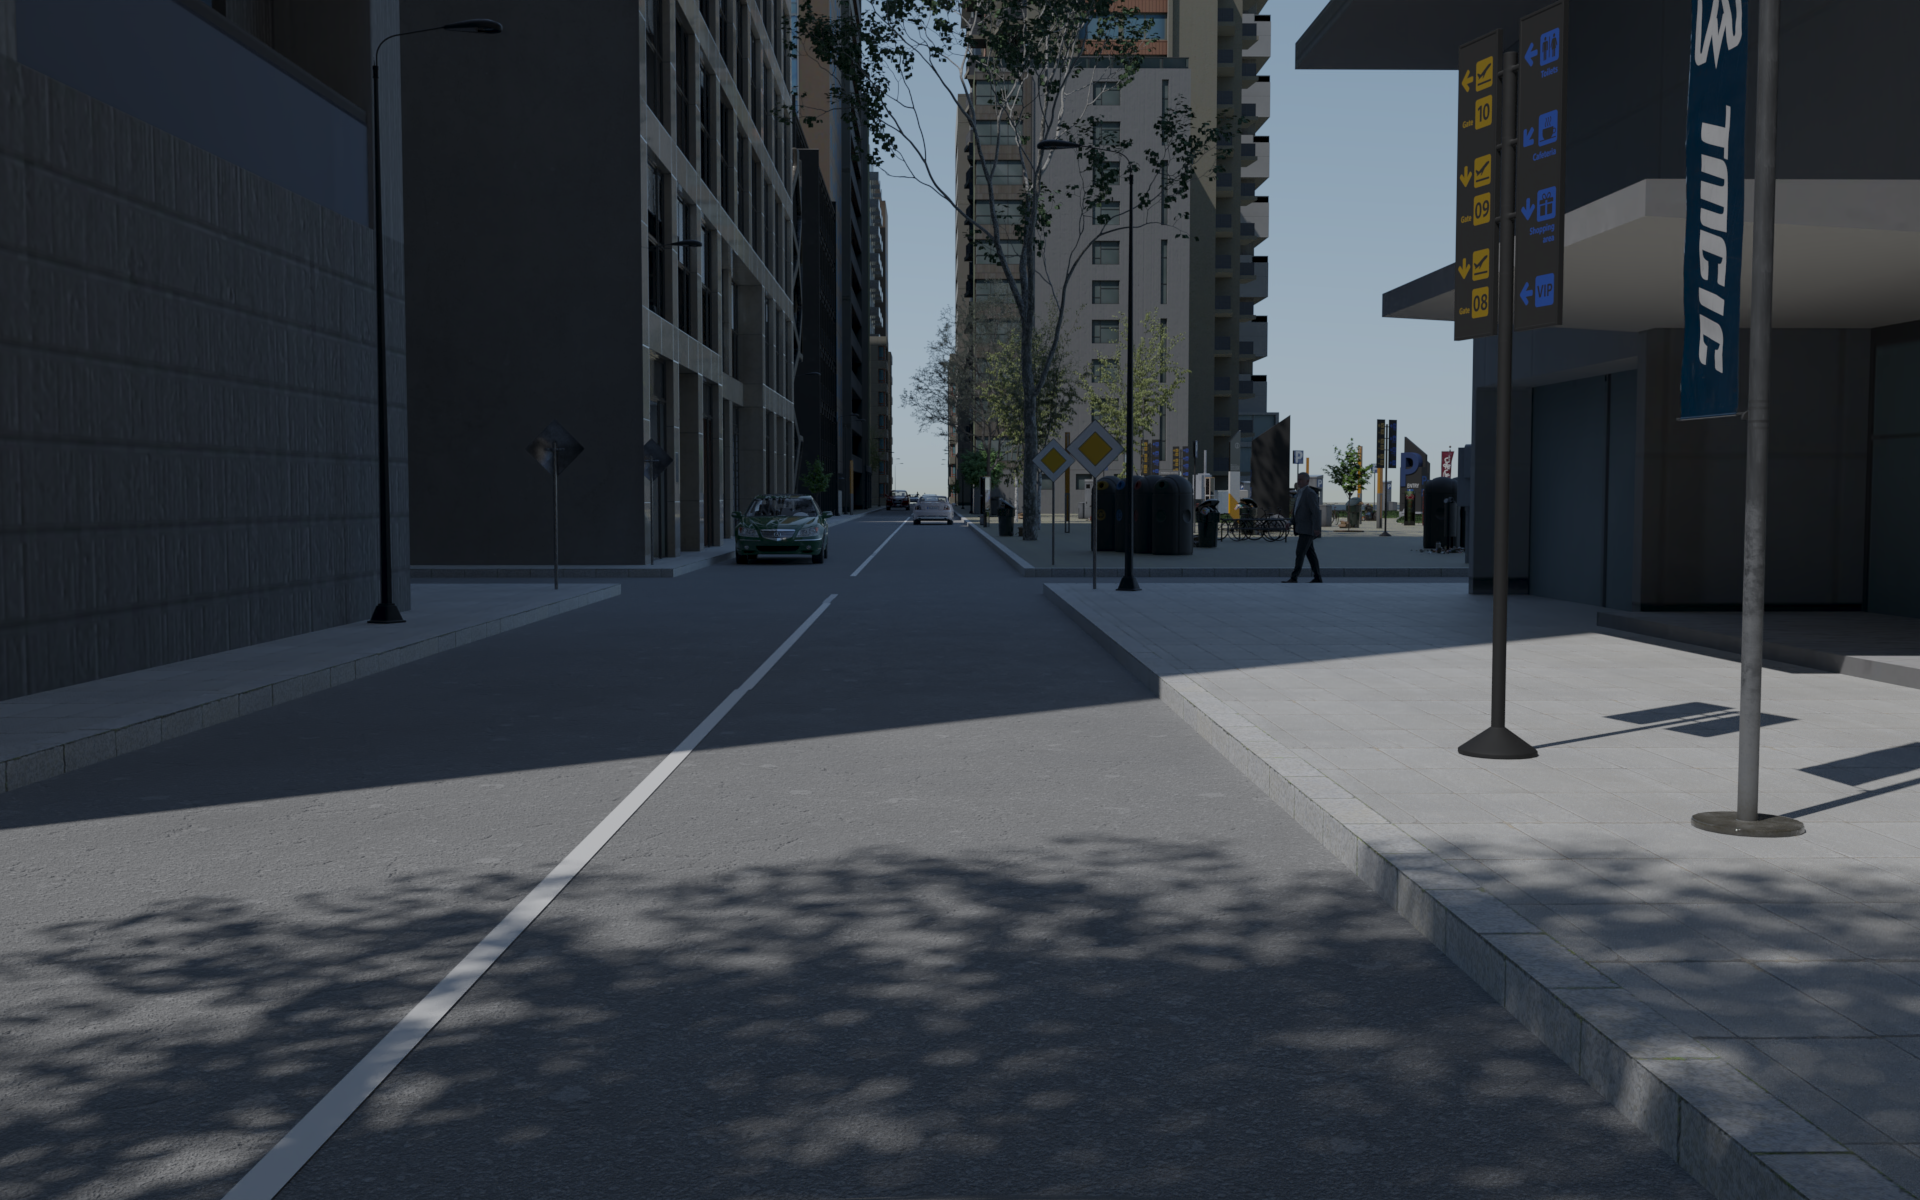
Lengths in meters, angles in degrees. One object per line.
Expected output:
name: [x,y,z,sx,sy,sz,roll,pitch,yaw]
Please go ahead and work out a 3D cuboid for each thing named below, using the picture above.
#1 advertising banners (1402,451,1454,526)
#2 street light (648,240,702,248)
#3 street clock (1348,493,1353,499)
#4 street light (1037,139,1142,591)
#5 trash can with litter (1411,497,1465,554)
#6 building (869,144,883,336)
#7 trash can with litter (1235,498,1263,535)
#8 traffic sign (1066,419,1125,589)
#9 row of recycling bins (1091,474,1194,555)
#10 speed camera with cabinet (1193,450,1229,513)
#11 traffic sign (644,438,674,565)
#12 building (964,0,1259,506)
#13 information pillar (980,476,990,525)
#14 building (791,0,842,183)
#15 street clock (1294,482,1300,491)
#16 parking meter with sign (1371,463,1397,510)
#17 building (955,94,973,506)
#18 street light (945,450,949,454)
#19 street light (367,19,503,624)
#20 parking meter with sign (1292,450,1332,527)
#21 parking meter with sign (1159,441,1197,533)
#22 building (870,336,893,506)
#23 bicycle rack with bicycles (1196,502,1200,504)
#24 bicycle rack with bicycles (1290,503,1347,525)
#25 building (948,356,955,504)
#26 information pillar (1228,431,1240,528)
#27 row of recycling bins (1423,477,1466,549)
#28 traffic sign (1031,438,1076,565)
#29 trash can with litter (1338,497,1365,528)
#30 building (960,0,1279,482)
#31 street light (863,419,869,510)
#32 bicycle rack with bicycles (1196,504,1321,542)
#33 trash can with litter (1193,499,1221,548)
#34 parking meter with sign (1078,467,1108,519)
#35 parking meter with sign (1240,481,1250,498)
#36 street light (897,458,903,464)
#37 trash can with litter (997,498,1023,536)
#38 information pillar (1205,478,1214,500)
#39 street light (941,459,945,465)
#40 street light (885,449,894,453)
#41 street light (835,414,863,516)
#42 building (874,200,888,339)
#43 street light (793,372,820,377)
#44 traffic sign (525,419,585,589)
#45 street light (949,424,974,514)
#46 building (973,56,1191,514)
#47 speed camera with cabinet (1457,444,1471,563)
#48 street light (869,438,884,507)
advertising banners: [18.998,-4.532,70.293,2.074,3.025,0.090,0,4,2]
street light: [-5.406,-3.624,31.789,1.470,5.913,1.316,0,4,-1]
street clock: [22.975,-5.958,101.982,0.358,2.002,0.471,3,5,42]
street light: [1.706,-3.078,22.872,1.470,5.913,1.316,0,4,-1]
trash can with litter: [10.605,-1.653,38.083,1.678,1.210,2.233,2,4,26]
building: [-21.742,-37.516,232.997,23.786,49.044,30.456,0,4,-1]
trash can with litter: [9.117,-2.624,54.289,0.624,1.170,1.055,3,4,39]
traffic sign: [1.815,-1.205,23.338,0.795,2.450,0.064,0,4,-1]
row of recycling bins: [3.967,-1.877,37.810,1.069,1.692,3.534,-2,4,-24]
speed camera with cabinet: [11.498,-5.171,78.884,2.038,3.252,0.660,-3,5,-39]
traffic sign: [-5.557,-1.687,31.226,0.795,2.450,0.064,0,4,-1]
building: [11.503,-29.649,139.382,22.147,44.769,28.867,0,4,-1]
information pillar: [1.017,-4.081,71.224,0.304,2.012,0.304,-3,5,-40]
building: [-15.016,-28.327,113.253,14.600,45.320,14.200,0,4,-1]
street clock: [20.758,-6.237,106.548,0.358,2.002,0.471,3,5,43]
parking meter with sign: [24.043,-6.223,98.012,0.543,3.016,1.738,-2,4,-30]
building: [10.228,-35.330,201.353,21.300,48.544,21.600,0,4,-1]
street light: [-0.292,-10.742,148.174,1.470,5.913,1.316,0,4,-1]
street light: [-5.177,-2.725,17.099,1.470,5.913,1.316,0,4,-1]
parking meter with sign: [13.917,-4.401,68.221,0.543,3.016,1.738,-3,4,-36]
parking meter with sign: [6.888,-3.709,56.904,1.738,3.016,0.543,1,4,14]
building: [-22.078,-21.967,204.206,27.650,21.520,28.899,0,4,-1]
bicycle rack with bicycles: [13.288,-5.087,96.546,2.925,0.926,2.852,0,4,-7]
bicycle rack with bicycles: [14.901,-3.578,71.879,2.852,0.926,2.925,-1,4,-14]
building: [12.325,-23.401,227.641,27.650,21.520,28.899,0,4,-1]
information pillar: [10.128,-4.435,63.872,0.504,3.616,0.183,-2,4,-31]
row of recycling bins: [12.251,-2.129,41.918,1.069,1.692,3.534,3,4,38]
traffic sign: [1.687,-1.693,31.322,0.795,2.450,0.064,0,4,-1]
trash can with litter: [14.690,-3.282,65.044,0.624,1.170,1.055,3,5,45]
building: [14.621,-35.417,168.307,28.713,52.752,27.495,0,4,-1]
street light: [-6.559,-8.260,107.594,1.470,5.913,1.316,0,4,-1]
bicycle rack with bicycles: [8.127,-2.071,47.243,2.925,0.926,2.852,2,4,26]
trash can with litter: [5.777,-1.851,41.651,0.624,1.170,1.055,-2,4,-30]
parking meter with sign: [6.766,-5.656,88.742,0.543,3.016,1.738,-3,5,-41]
parking meter with sign: [17.139,-6.564,103.580,1.738,3.016,0.543,-2,4,-29]
street light: [-8.493,-15.469,225.458,1.470,5.913,1.316,0,4,-1]
trash can with litter: [1.650,-2.521,52.611,1.055,1.170,0.624,1,4,8]
information pillar: [11.124,-4.446,77.180,0.304,2.012,0.304,-3,5,-39]
street light: [-0.981,-12.856,182.735,1.470,5.913,1.316,0,4,-1]
street light: [-7.746,-12.536,177.496,1.470,5.913,1.316,0,4,-1]
street light: [-6.572,-7.828,100.526,1.470,5.913,1.316,0,4,-1]
building: [-17.694,-37.086,256.467,14.600,45.320,14.200,0,4,-1]
street light: [-6.028,-5.730,66.219,1.470,5.913,1.316,0,4,-1]
traffic sign: [-5.428,-1.199,23.242,0.795,2.450,0.064,0,4,-1]
street light: [0.200,-8.644,113.867,1.470,5.913,1.316,0,4,-1]
building: [7.853,-21.199,118.310,14.160,30.474,14.107,0,4,-1]
speed camera with cabinet: [10.145,-2.279,31.592,2.038,3.252,0.660,3,5,43]
street light: [-7.233,-10.417,142.854,1.470,5.913,1.316,0,4,-1]
